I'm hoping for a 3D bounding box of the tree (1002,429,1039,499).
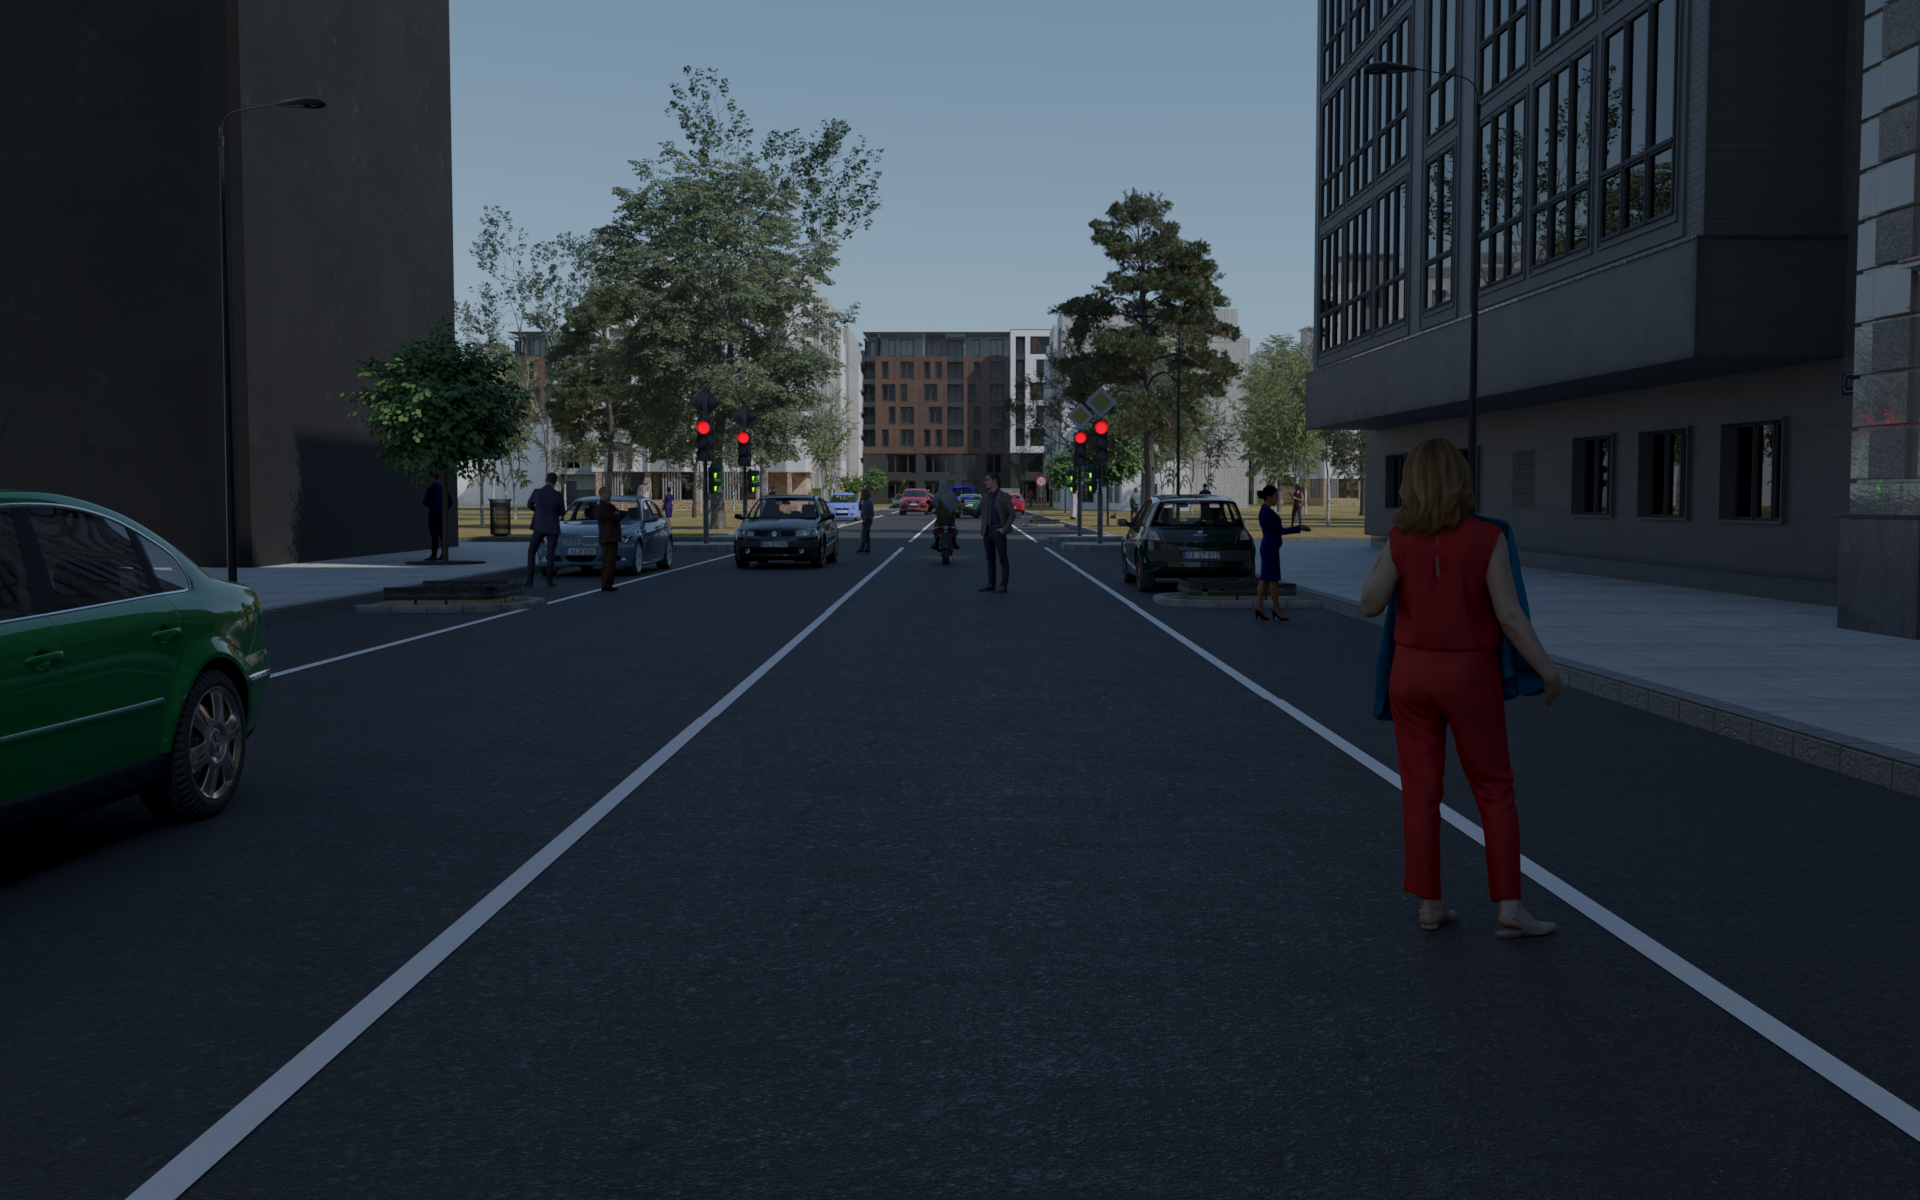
[{"bbox_3d":[6.860,-14.960,194.959,4.360,8.622,3.978,0,3,0],"label":"tree"}]

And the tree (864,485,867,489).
[{"bbox_3d":[-9.288,-9.944,157.185,1.663,3.219,1.824,0,3,0],"label":"tree"}]

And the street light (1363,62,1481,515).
[{"bbox_3d":[5.033,-2.828,18.782,1.470,5.913,1.316,0,4,0],"label":"street light"}]

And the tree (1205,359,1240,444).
[{"bbox_3d":[15.306,-8.283,85.791,4.737,8.622,4.395,0,3,0],"label":"tree"}]

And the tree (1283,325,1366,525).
[{"bbox_3d":[15.369,-7.378,70.988,4.360,8.622,3.978,0,3,0],"label":"tree"}]

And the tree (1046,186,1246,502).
[{"bbox_3d":[6.681,-8.499,61.014,6.751,12.117,7.091,0,3,0],"label":"tree"}]

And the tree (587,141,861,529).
[{"bbox_3d":[-8.782,-9.573,63.178,9.857,13.997,8.962,0,3,0],"label":"tree"}]

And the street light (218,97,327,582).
[{"bbox_3d":[-8.115,-2.929,20.435,1.470,5.913,1.316,0,4,0],"label":"street light"}]

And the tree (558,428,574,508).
[{"bbox_3d":[-29.059,-10.753,126.175,4.360,8.622,3.978,0,3,0],"label":"tree"}]

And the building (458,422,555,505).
[{"bbox_3d":[-57.317,-15.610,197.372,28.070,9.664,9.099,0,4,0],"label":"building"}]

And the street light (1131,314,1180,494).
[{"bbox_3d":[5.101,-4.414,44.714,1.470,5.913,1.316,0,4,0],"label":"street light"}]

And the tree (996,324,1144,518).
[{"bbox_3d":[5.990,-9.615,91.622,8.767,10.594,7.601,0,4,7],"label":"tree"}]

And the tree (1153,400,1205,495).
[{"bbox_3d":[15.033,-10.004,113.929,4.737,8.622,4.395,0,3,0],"label":"tree"}]

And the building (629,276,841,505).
[{"bbox_3d":[-20.272,-17.692,155.715,16.747,18.905,31.486,0,4,0],"label":"building"}]

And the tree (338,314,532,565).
[{"bbox_3d":[-9.559,-2.938,31.754,4.285,4.588,4.351,0,3,0],"label":"tree"}]

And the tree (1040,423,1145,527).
[{"bbox_3d":[5.812,-5.191,68.586,4.285,4.588,4.351,0,3,0],"label":"tree"}]

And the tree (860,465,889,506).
[{"bbox_3d":[-9.323,-12.695,191.270,4.285,4.588,4.351,0,3,0],"label":"tree"}]

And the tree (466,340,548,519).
[{"bbox_3d":[-22.743,-8.396,87.643,4.737,8.622,4.395,0,3,0],"label":"tree"}]

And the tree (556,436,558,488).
[{"bbox_3d":[-24.595,-8.741,93.272,4.360,8.622,3.978,0,3,0],"label":"tree"}]

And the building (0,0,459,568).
[{"bbox_3d":[-20.187,-12.591,35.543,15.834,23.373,12.332,0,4,0],"label":"building"}]

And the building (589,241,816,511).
[{"bbox_3d":[-19.397,-16.975,133.961,16.016,20.091,11.380,0,4,0],"label":"building"}]

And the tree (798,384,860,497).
[{"bbox_3d":[-8.750,-10.068,114.977,4.737,8.622,4.395,0,3,0],"label":"tree"}]

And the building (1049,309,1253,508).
[{"bbox_3d":[18.136,-18.820,174.161,16.747,18.905,31.486,0,4,0],"label":"building"}]

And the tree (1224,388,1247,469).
[{"bbox_3d":[15.664,-9.614,107.548,4.360,8.622,3.978,0,3,0],"label":"tree"}]

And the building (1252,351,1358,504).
[{"bbox_3d":[36.736,-21.765,222.313,31.486,18.905,16.747,0,4,0],"label":"building"}]

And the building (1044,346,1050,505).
[{"bbox_3d":[17.579,-20.740,195.518,16.016,20.091,11.380,0,4,0],"label":"building"}]

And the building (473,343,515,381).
[{"bbox_3d":[-63.097,-22.423,223.042,11.380,20.091,16.016,0,4,0],"label":"building"}]

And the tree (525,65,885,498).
[{"bbox_3d":[-10.528,-13.660,79.222,12.611,20.169,13.585,0,3,0],"label":"tree"}]

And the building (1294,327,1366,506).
[{"bbox_3d":[44.598,-20.625,193.632,11.380,20.091,16.016,0,4,0],"label":"building"}]

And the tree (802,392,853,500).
[{"bbox_3d":[-9.568,-10.502,122.073,4.360,8.622,3.978,0,3,0],"label":"tree"}]

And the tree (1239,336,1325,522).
[{"bbox_3d":[15.242,-7.851,78.731,4.737,8.622,4.395,0,3,0],"label":"tree"}]

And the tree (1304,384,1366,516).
[{"bbox_3d":[23.766,-11.006,101.997,6.751,12.117,7.091,0,3,0],"label":"tree"}]

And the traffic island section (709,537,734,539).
[{"bbox_3d":[-6.573,-1.870,52.863,2.009,0.180,2.903,0,4,0],"label":"traffic island section"}]

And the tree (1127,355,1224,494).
[{"bbox_3d":[9.960,-8.076,82.399,4.360,8.622,3.978,0,3,0],"label":"tree"}]

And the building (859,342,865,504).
[{"bbox_3d":[-17.926,-22.355,221.919,11.380,20.091,16.016,0,4,0],"label":"building"}]

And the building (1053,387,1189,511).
[{"bbox_3d":[12.863,-12.332,143.782,9.099,9.664,28.070,0,4,0],"label":"building"}]

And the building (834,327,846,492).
[{"bbox_3d":[-19.587,-19.612,177.069,16.016,20.091,11.380,0,4,0],"label":"building"}]

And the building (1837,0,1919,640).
[{"bbox_3d":[14.008,-12.623,3.653,12.463,27.353,25.104,0,4,0],"label":"building"}]

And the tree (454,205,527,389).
[{"bbox_3d":[-28.634,-15.853,115.082,12.611,20.169,13.585,0,3,0],"label":"tree"}]

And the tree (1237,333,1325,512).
[{"bbox_3d":[22.945,-12.492,122.368,7.486,12.596,7.792,0,3,0],"label":"tree"}]

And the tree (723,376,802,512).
[{"bbox_3d":[-12.042,-9.294,102.322,4.360,8.622,3.978,0,3,0],"label":"tree"}]

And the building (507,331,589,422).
[{"bbox_3d":[-40.425,-23.489,228.024,32.646,21.610,27.936,0,4,0],"label":"building"}]

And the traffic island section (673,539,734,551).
[{"bbox_3d":[-6.595,-1.382,44.878,2.009,0.180,2.903,0,4,0],"label":"traffic island section"}]

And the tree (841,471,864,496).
[{"bbox_3d":[-9.272,-8.961,141.114,1.663,3.219,1.824,0,3,0],"label":"tree"}]

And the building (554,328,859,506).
[{"bbox_3d":[-27.529,-19.977,193.078,31.486,18.905,16.747,0,4,0],"label":"building"}]

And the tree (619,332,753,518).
[{"bbox_3d":[-14.445,-9.705,93.094,8.767,10.594,7.601,0,4,5],"label":"tree"}]

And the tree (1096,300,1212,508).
[{"bbox_3d":[10.729,-11.150,100.434,7.486,12.596,7.792,0,3,0],"label":"tree"}]

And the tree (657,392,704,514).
[{"bbox_3d":[-17.914,-10.244,117.851,4.360,8.622,3.978,0,3,0],"label":"tree"}]

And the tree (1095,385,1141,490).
[{"bbox_3d":[8.983,-9.632,107.847,4.737,8.622,4.395,0,3,0],"label":"tree"}]

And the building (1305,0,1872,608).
[{"bbox_3d":[15.249,-14.421,29.283,14.314,27.812,24.014,0,4,0],"label":"building"}]

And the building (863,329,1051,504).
[{"bbox_3d":[4.106,-23.520,228.524,32.646,21.610,27.936,0,4,0],"label":"building"}]

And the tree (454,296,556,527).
[{"bbox_3d":[-18.135,-7.096,66.379,4.360,8.622,3.978,0,3,0],"label":"tree"}]

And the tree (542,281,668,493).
[{"bbox_3d":[-20.788,-11.963,103.021,7.806,13.903,7.818,0,3,0],"label":"tree"}]

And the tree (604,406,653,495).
[{"bbox_3d":[-24.217,-10.690,125.142,4.360,8.622,3.978,0,3,0],"label":"tree"}]
